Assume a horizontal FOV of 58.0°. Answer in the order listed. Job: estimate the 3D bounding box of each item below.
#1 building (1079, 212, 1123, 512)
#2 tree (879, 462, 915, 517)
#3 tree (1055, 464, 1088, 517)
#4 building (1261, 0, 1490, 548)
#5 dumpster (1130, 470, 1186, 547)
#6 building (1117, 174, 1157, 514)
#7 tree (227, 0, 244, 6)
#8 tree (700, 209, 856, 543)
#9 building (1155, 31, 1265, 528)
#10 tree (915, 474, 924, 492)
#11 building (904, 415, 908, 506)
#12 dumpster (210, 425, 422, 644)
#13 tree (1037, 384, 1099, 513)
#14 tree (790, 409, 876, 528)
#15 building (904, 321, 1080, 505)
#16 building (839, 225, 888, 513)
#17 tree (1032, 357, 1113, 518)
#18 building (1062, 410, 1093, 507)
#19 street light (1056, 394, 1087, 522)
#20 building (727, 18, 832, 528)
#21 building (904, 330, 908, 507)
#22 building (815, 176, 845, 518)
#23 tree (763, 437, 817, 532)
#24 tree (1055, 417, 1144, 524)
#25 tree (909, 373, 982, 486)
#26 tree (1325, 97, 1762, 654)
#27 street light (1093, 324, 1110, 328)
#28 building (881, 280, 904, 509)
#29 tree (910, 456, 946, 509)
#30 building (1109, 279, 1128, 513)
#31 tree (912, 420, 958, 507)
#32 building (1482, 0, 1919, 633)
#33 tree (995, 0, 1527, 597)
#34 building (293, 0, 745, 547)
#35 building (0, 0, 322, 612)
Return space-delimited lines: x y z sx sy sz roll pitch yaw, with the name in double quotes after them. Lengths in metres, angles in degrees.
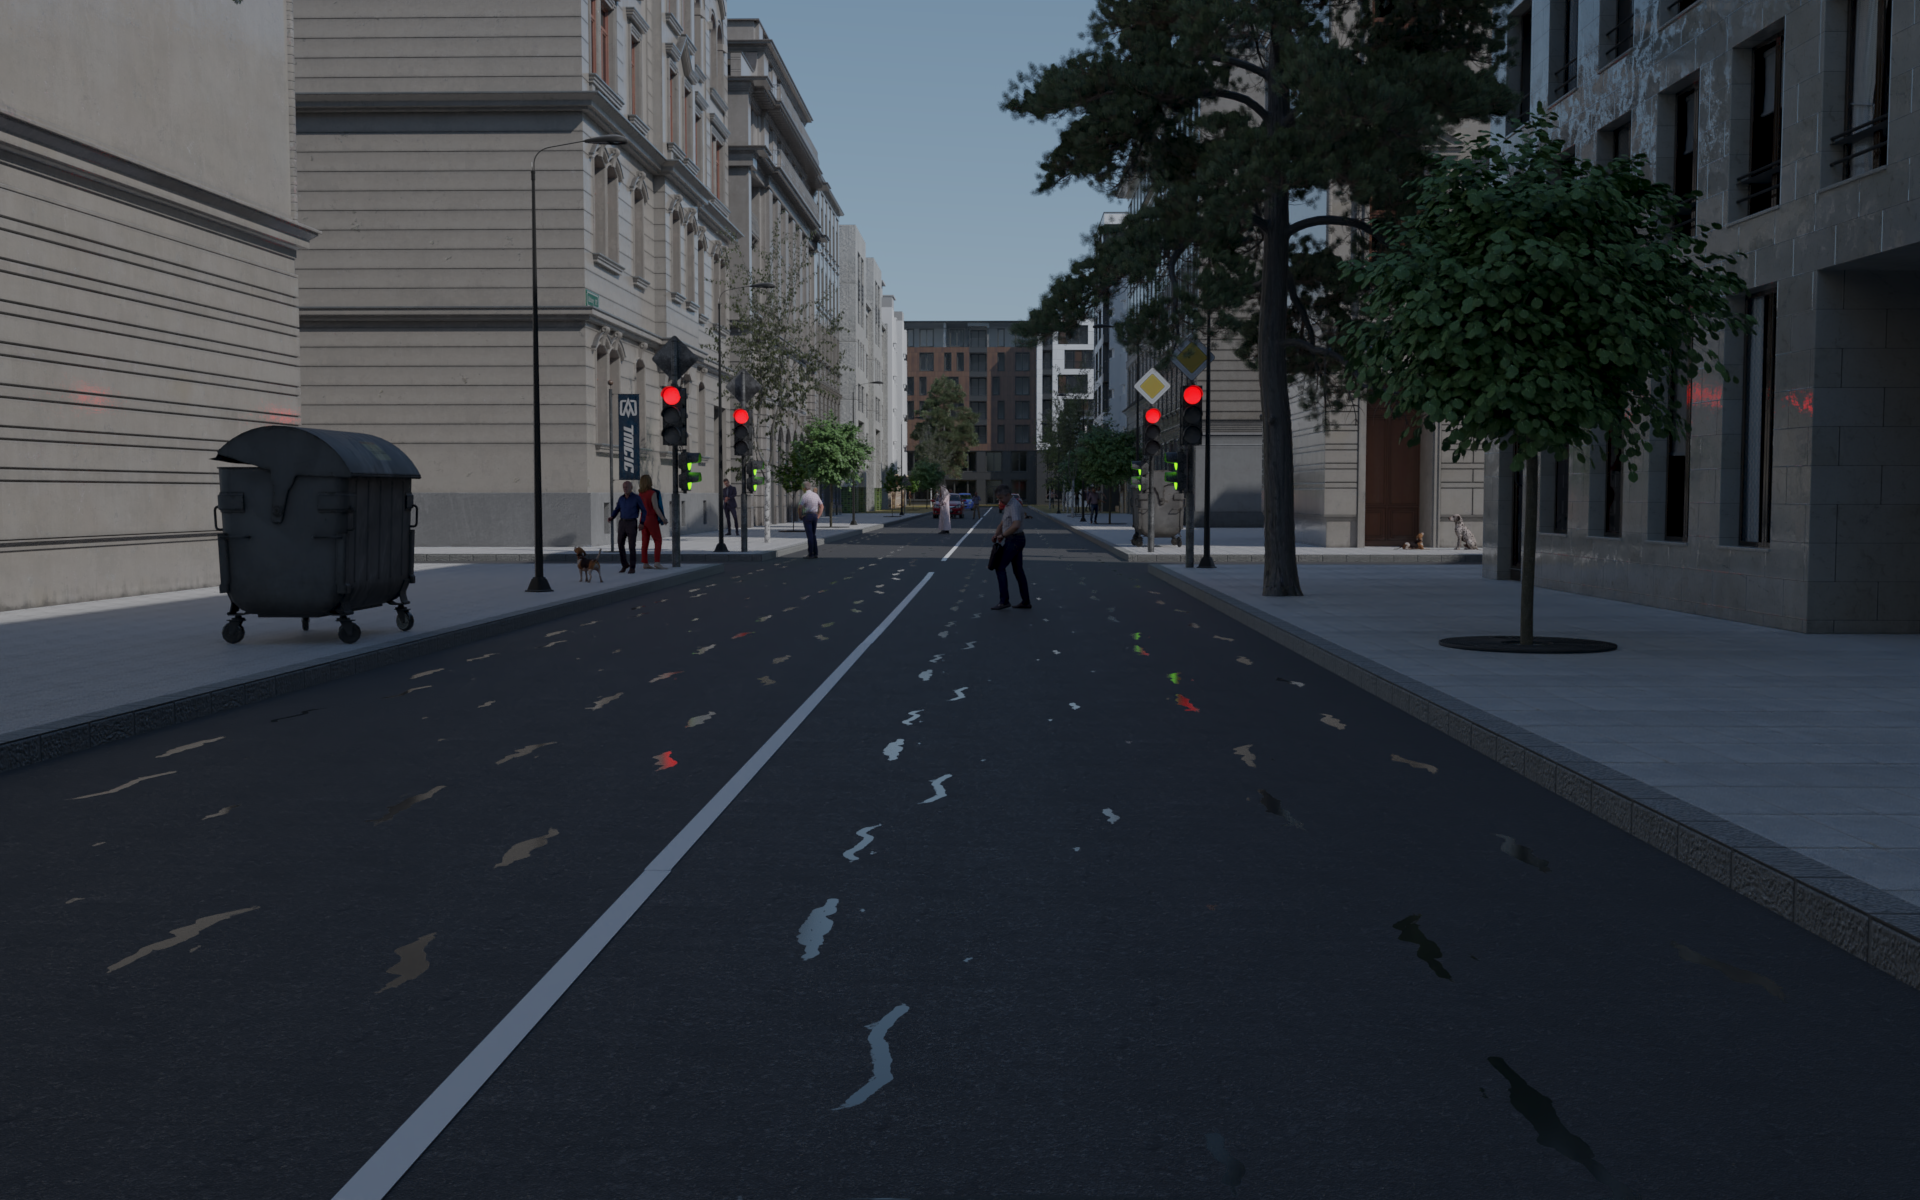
24.738 -18.201 141.564 27.936 21.610 32.646 0 4 1 "building"
-3.874 -6.235 96.546 1.663 3.219 1.824 0 3 0 "tree"
6.502 -6.388 99.040 1.663 3.219 1.824 0 3 0 "tree"
18.609 -12.798 45.406 21.152 22.565 11.583 0 4 1 "building"
4.849 -2.242 42.412 1.264 1.857 1.865 0 4 1 "dumpster"
17.734 -16.193 98.040 16.112 22.955 30.059 0 4 1 "building"
-7.234 -5.135 9.716 9.928 11.665 9.643 0 3 0 "tree"
-5.014 -5.840 45.853 4.360 8.622 3.978 0 3 0 "tree"
13.815 -13.757 74.073 9.793 20.994 18.267 0 4 1 "building"
-3.827 -8.671 136.371 1.663 3.219 1.824 0 3 0 "tree"
-19.781 -14.743 183.193 28.070 9.664 9.099 0 4 1 "building"
-5.720 -0.594 15.475 1.264 1.857 1.865 0 4 1 "dumpster"
7.342 -10.161 116.494 4.737 8.622 4.395 0 3 0 "tree"
-4.915 -5.045 66.198 4.285 4.588 4.351 0 3 0 "tree"
7.054 -22.661 214.484 32.646 21.610 27.936 0 4 1 "building"
-14.818 -16.110 129.855 16.747 18.905 31.486 0 4 1 "building"
6.173 -8.776 93.854 4.360 8.622 3.978 0 3 0 "tree"
15.096 -14.101 172.693 9.099 9.664 28.070 0 4 1 "building"
5.176 -6.586 80.218 1.470 5.913 1.316 0 4 1 "street light"
-13.483 -14.365 76.667 13.314 21.916 24.055 0 4 1 "building"
-12.933 -18.723 162.533 16.016 20.091 11.380 0 4 1 "building"
-12.247 -15.245 98.408 9.793 20.994 18.267 0 4 1 "building"
-5.543 -3.902 58.394 1.663 3.219 1.824 0 3 0 "tree"
6.330 -5.497 73.592 4.285 4.588 4.351 0 3 0 "tree"
-1.548 -16.792 181.965 7.806 13.903 7.818 0 3 0 "tree"
4.798 -1.876 14.382 4.285 4.588 4.351 0 3 0 "tree"
4.317 -4.578 47.396 1.470 5.913 1.316 0 4 1 "street light"
-13.428 -18.028 151.182 16.016 20.091 11.380 0 4 1 "building"
-2.848 -10.132 149.369 4.285 4.588 4.351 0 3 0 "tree"
18.471 -16.108 119.790 16.016 20.091 11.380 0 4 1 "building"
-2.651 -13.562 172.102 4.360 8.622 3.978 0 3 0 "tree"
13.015 -9.956 17.528 10.420 20.320 16.860 0 4 1 "building"
3.977 -6.090 21.623 6.751 12.117 7.091 0 3 0 "tree"
-14.843 -16.201 52.272 14.401 28.519 23.554 0 4 1 "building"
-20.090 -11.330 21.398 21.152 22.565 11.583 0 4 1 "building"
